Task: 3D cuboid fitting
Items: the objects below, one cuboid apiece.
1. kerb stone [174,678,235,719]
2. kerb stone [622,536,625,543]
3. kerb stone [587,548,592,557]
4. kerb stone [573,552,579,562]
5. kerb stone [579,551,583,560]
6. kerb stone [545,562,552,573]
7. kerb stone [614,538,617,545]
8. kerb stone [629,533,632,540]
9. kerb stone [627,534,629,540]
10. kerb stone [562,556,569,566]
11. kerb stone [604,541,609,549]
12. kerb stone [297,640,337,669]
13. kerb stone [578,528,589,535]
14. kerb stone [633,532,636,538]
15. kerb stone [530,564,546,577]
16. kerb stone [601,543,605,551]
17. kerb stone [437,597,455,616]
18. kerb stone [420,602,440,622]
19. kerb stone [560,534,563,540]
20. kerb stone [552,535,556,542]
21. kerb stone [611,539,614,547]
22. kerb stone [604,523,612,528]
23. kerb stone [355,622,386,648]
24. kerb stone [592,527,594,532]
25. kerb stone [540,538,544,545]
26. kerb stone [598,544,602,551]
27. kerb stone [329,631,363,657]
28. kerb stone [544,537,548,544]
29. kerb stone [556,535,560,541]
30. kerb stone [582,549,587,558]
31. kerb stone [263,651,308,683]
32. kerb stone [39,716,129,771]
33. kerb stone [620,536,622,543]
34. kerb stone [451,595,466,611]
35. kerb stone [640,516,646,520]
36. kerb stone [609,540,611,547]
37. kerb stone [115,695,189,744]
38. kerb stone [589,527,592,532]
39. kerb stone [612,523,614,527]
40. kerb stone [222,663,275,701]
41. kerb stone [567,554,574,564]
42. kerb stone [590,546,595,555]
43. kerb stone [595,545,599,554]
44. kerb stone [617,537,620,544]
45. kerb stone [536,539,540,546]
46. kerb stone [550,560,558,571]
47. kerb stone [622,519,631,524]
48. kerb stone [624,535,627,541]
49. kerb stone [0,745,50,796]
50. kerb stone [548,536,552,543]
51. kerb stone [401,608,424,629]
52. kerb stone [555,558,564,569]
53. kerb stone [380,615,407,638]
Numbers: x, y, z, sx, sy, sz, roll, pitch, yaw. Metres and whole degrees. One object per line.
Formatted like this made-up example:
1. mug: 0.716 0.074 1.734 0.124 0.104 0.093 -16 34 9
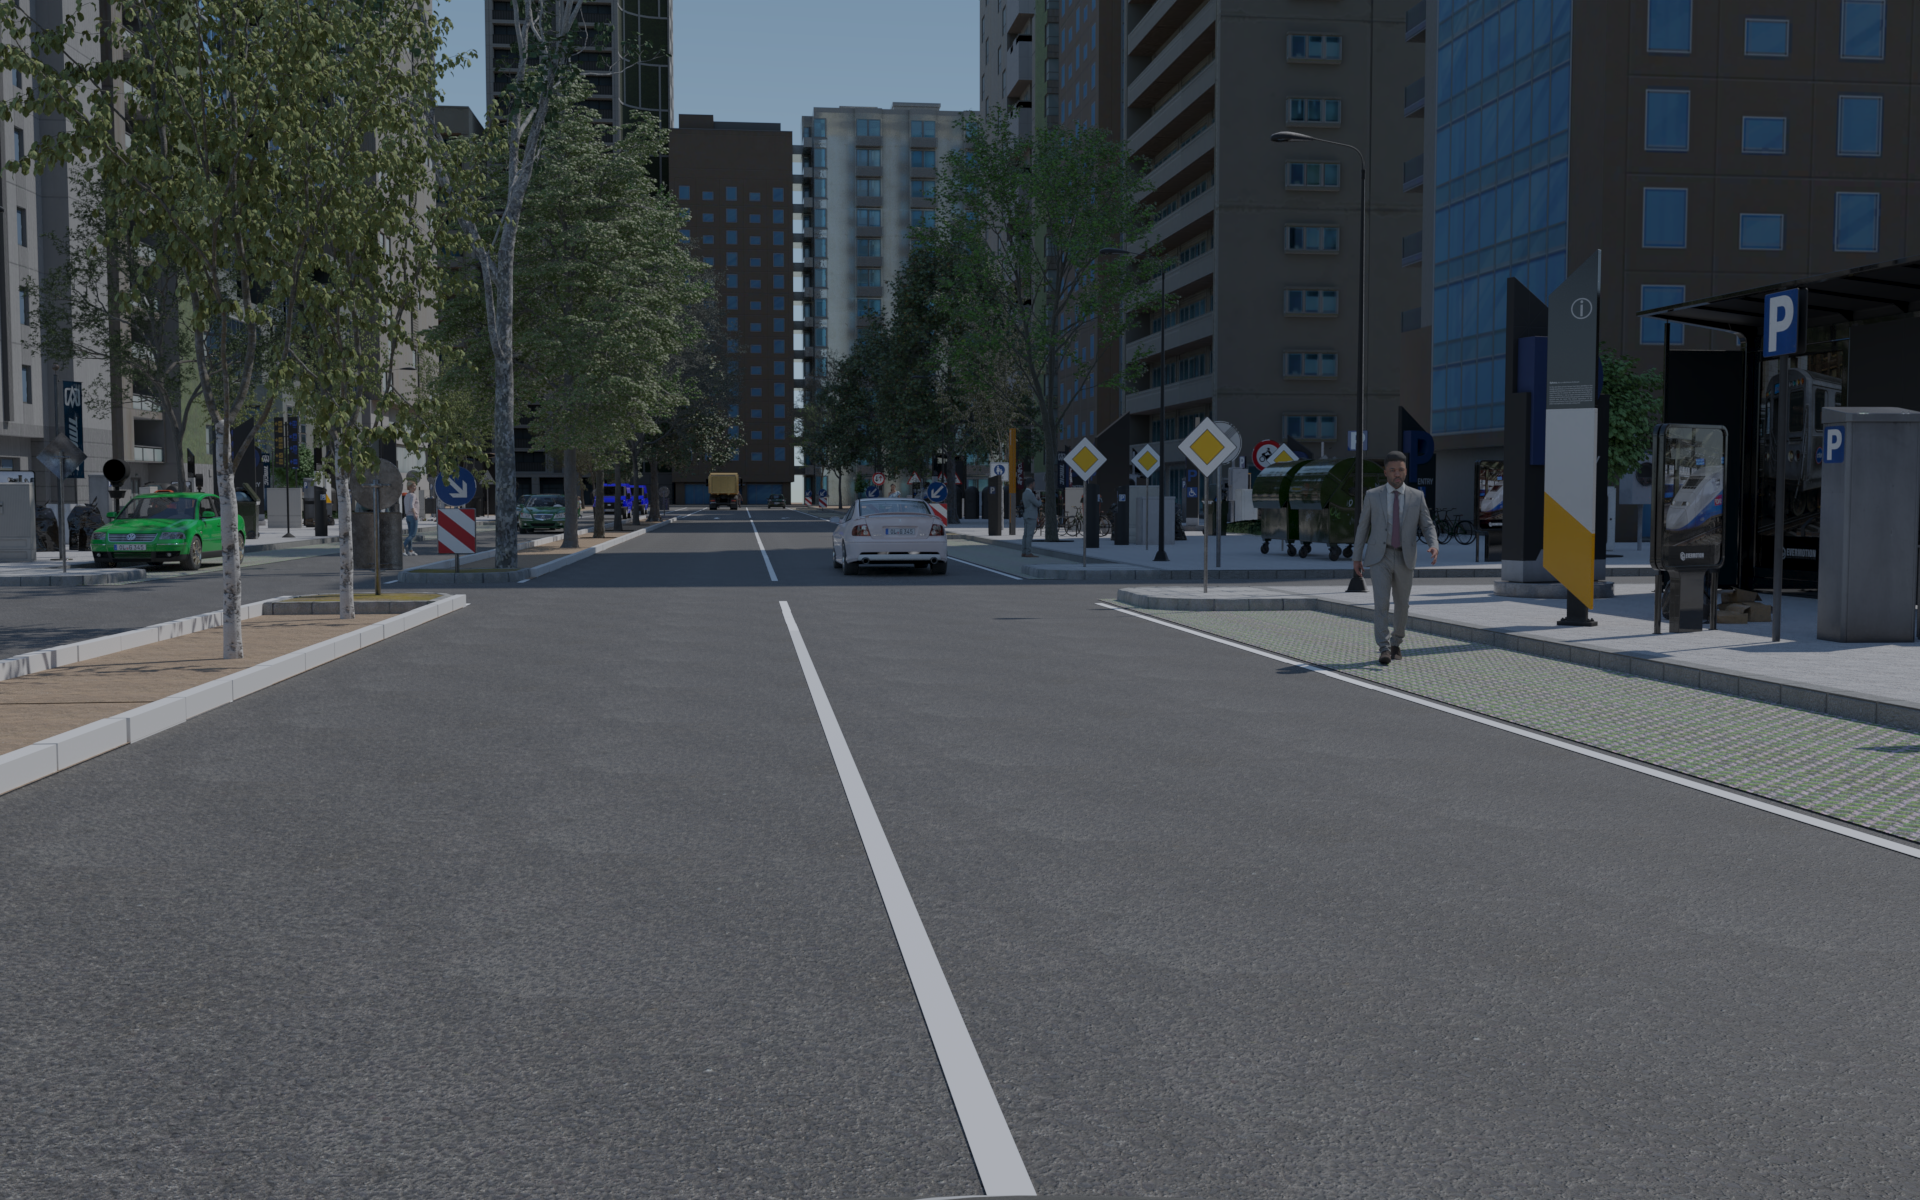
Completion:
1. kerb stone: -5.014 0.658 11.437 0.120 0.150 1.000 0 4 -7
2. kerb stone: -9.969 -1.738 50.607 0.120 0.150 1.000 0 4 -7
3. kerb stone: -8.545 -1.053 39.406 0.120 0.150 1.000 0 4 -7
4. kerb stone: -8.165 -0.865 36.363 0.120 0.150 1.000 0 4 -7
5. kerb stone: -8.296 -0.929 37.377 0.120 0.150 1.000 0 4 -7
6. kerb stone: -7.533 -0.553 31.280 0.120 0.150 1.000 0 4 -7
7. kerb stone: -9.587 -1.551 47.552 0.120 0.150 1.000 0 4 -7
8. kerb stone: -10.352 -1.925 53.674 0.120 0.150 1.000 0 4 -7
9. kerb stone: -10.230 -1.863 52.659 0.120 0.150 1.000 0 4 -7
10. kerb stone: -7.916 -0.742 34.323 0.120 0.150 1.000 0 4 -7
11. kerb stone: -9.190 -1.364 44.494 0.120 0.150 1.000 0 4 -7
12. kerb stone: -5.408 0.472 14.478 0.120 0.150 1.000 0 4 -7
13. kerb stone: -13.603 -2.470 62.581 0.120 0.150 1.000 0 4 -7
14. kerb stone: -10.607 -2.049 55.704 0.120 0.150 1.000 0 4 -7
15. kerb stone: -7.398 -0.494 30.266 0.120 0.150 1.000 0 4 -7
16. kerb stone: -9.070 -1.302 43.479 0.120 0.150 1.000 0 4 -7
17. kerb stone: -6.176 0.099 20.582 0.120 0.150 1.000 0 4 -7
18. kerb stone: -6.050 0.162 19.560 0.120 0.150 1.000 0 4 -7
19. kerb stone: -12.445 -1.911 53.435 0.120 0.150 1.000 0 4 -7
20. kerb stone: -12.184 -1.785 51.400 0.120 0.150 1.000 0 4 -7
21. kerb stone: -9.455 -1.488 46.531 0.120 0.150 1.000 0 4 -7
22. kerb stone: -15.014 -3.154 73.762 0.120 0.150 1.000 0 4 -7
23. kerb stone: -5.663 0.351 16.508 0.120 0.150 1.000 0 4 -7
24. kerb stone: -13.850 -2.591 64.617 0.120 0.150 1.000 0 4 -7
25. kerb stone: -11.795 -1.596 48.342 0.120 0.150 1.000 0 4 -7
26. kerb stone: -8.937 -1.239 42.457 0.120 0.150 1.000 0 4 -7
27. kerb stone: -5.538 0.412 15.491 0.120 0.150 1.000 0 4 -7
28. kerb stone: -11.920 -1.662 49.365 0.120 0.150 1.000 0 4 -7
29. kerb stone: -12.310 -1.848 52.422 0.120 0.150 1.000 0 4 -7
30. kerb stone: -8.421 -0.989 38.392 0.120 0.150 1.000 0 4 -7
31. kerb stone: -5.278 0.534 13.464 0.120 0.150 1.000 0 4 -7
32. kerb stone: -4.767 0.782 9.408 0.120 0.150 1.000 0 4 -7
33. kerb stone: -9.843 -1.674 49.593 0.120 0.150 1.000 0 4 -7
34. kerb stone: -6.302 0.037 21.599 0.120 0.150 1.000 0 4 -7
35. kerb stone: -18.352 -4.773 100.235 0.120 0.150 1.000 0 4 -7
36. kerb stone: -9.325 -1.423 45.517 0.120 0.150 1.000 0 4 -7
37. kerb stone: -4.881 0.720 10.424 0.120 0.150 1.000 0 4 -7
38. kerb stone: -13.724 -2.532 63.597 0.120 0.150 1.000 0 4 -7
39. kerb stone: -15.139 -3.216 74.782 0.120 0.150 1.000 0 4 -7
40. kerb stone: -5.143 0.597 12.451 0.120 0.150 1.000 0 4 -7
41. kerb stone: -8.035 -0.804 35.342 0.120 0.150 1.000 0 4 -7
42. kerb stone: -8.678 -1.115 40.420 0.120 0.150 1.000 0 4 -7
43. kerb stone: -8.807 -1.177 41.434 0.120 0.150 1.000 0 4 -7
44. kerb stone: -9.712 -1.613 48.566 0.120 0.150 1.000 0 4 -7
45. kerb stone: -11.674 -1.536 47.325 0.120 0.150 1.000 0 4 -7
46. kerb stone: -7.653 -0.613 32.296 0.120 0.150 1.000 0 4 -7
47. kerb stone: -16.555 -3.901 85.970 0.120 0.150 1.000 0 4 -7
48. kerb stone: -10.090 -1.799 51.626 0.120 0.150 1.000 0 4 -7
49. kerb stone: -4.638 0.847 8.394 0.120 0.150 1.000 0 4 -7
50. kerb stone: -12.056 -1.724 50.381 0.120 0.150 1.000 0 4 -7
51. kerb stone: -5.913 0.226 18.538 0.120 0.150 1.000 0 4 -7
52. kerb stone: -7.781 -0.680 33.310 0.120 0.150 1.000 0 4 -7
53. kerb stone: -5.784 0.286 17.523 0.120 0.150 1.000 0 4 -7
